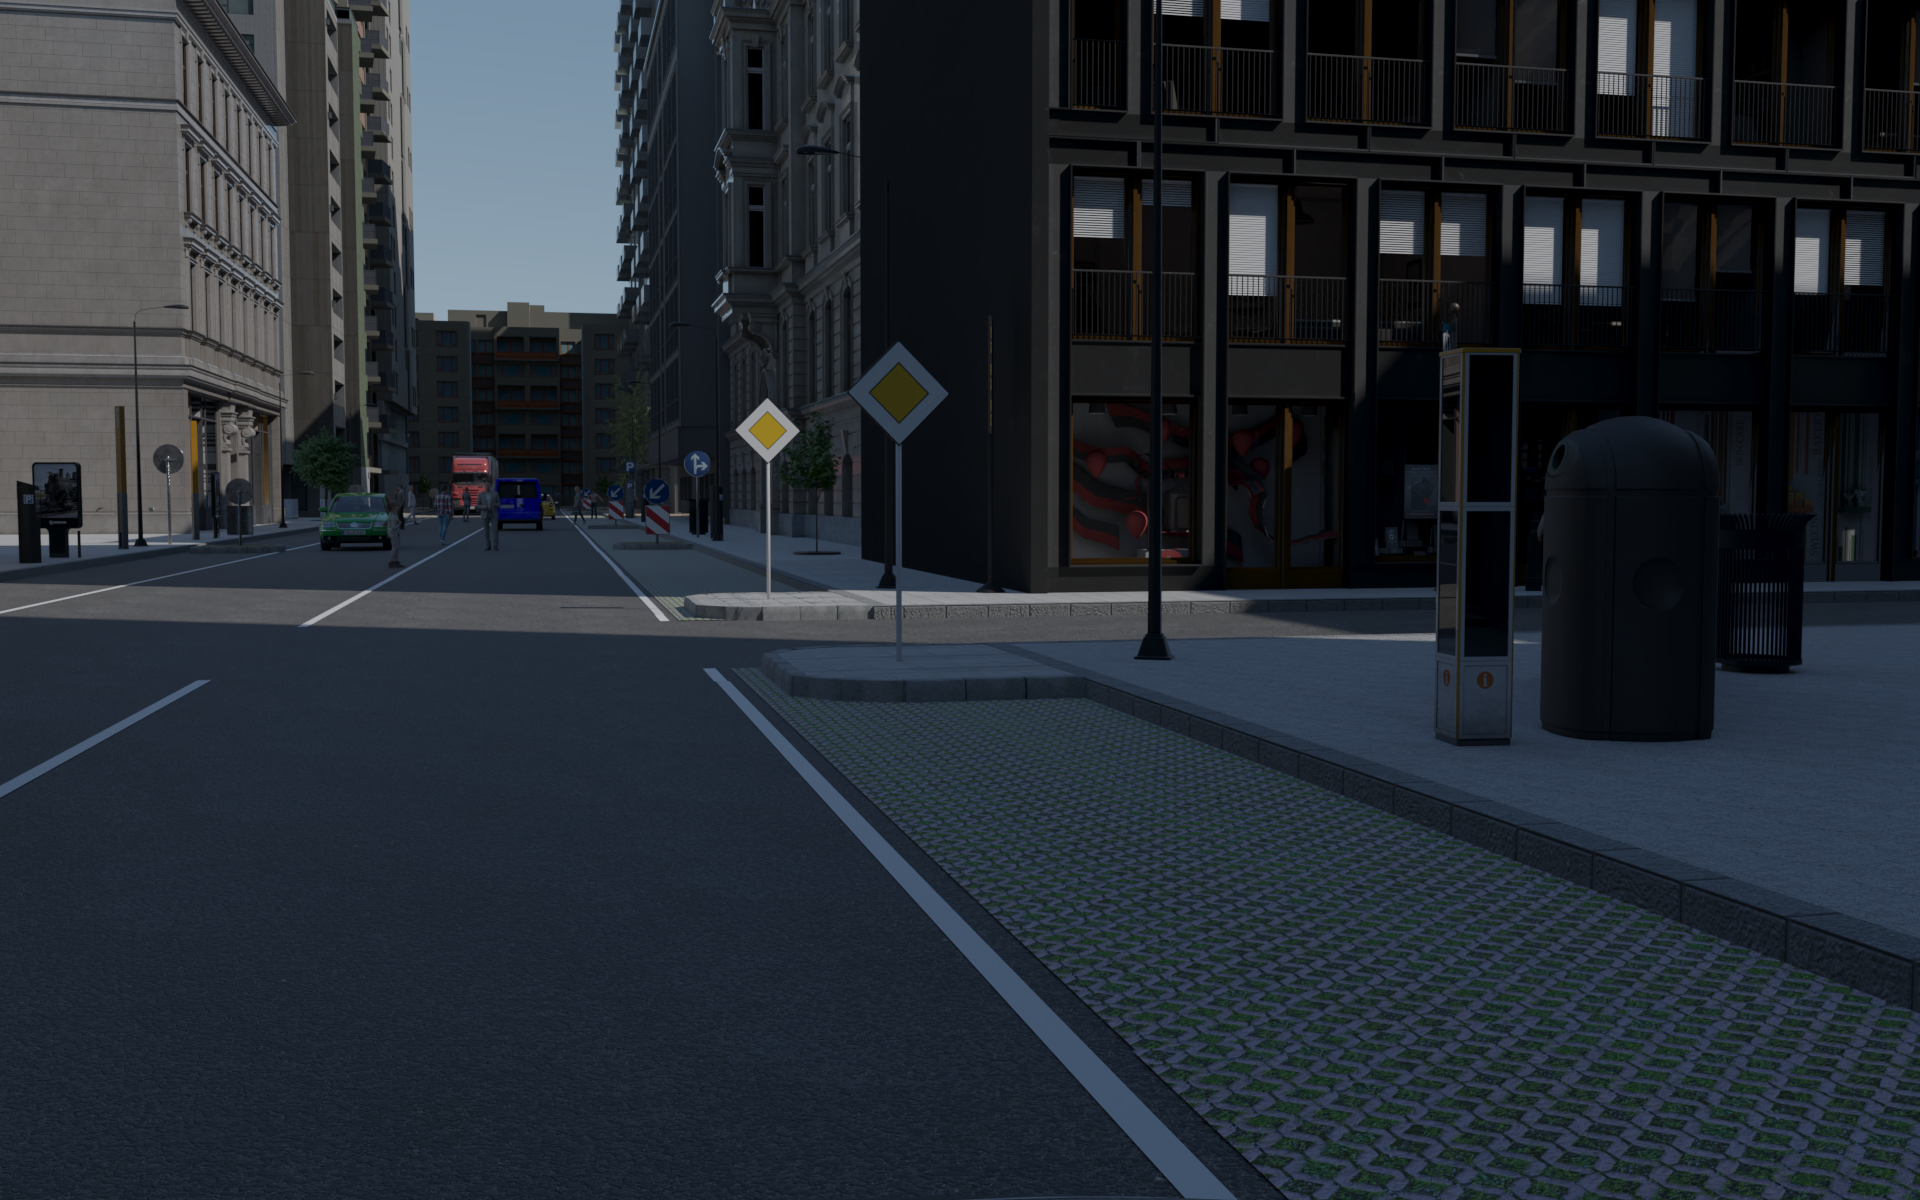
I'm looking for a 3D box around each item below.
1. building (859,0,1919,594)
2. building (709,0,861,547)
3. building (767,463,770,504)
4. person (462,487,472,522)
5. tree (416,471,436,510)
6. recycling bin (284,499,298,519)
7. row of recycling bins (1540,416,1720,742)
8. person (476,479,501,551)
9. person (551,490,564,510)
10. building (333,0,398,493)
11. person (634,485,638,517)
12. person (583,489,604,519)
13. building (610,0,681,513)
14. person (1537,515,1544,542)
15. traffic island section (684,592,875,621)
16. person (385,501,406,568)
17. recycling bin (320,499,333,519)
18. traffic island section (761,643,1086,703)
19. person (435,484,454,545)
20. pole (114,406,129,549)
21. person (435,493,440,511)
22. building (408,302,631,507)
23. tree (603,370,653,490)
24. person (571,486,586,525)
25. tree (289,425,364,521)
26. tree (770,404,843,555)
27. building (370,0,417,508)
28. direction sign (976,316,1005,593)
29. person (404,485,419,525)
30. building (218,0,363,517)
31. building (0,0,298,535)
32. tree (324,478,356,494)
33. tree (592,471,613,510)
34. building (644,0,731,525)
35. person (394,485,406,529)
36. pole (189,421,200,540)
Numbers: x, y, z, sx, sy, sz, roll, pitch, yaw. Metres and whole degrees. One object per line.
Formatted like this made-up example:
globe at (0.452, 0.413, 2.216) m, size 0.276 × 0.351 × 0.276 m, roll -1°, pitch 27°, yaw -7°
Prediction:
building at (7.169, -12.212, 29.345) m, size 15.834 × 23.373 × 12.332 m, roll -1°, pitch 4°, yaw -13°
building at (-0.629, -14.490, 55.998) m, size 14.460 × 24.649 × 34.723 m, roll -1°, pitch 4°, yaw -13°
building at (-21.821, -46.009, 190.504) m, size 20.611 × 71.187 × 20.563 m, roll -1°, pitch 4°, yaw -13°
person at (-25.229, -4.889, 88.704) m, size 0.520 × 1.790 × 0.573 m, roll 0°, pitch 4°, yaw 0°
tree at (-43.589, -8.925, 140.517) m, size 1.663 × 3.219 × 1.824 m, roll 0°, pitch 3°, yaw 0°
recycling bin at (-34.116, -4.615, 88.011) m, size 0.722 × 1.027 × 0.722 m, roll 0°, pitch 4°, yaw 1°
row of recycling bins at (4.062, -0.210, 10.548) m, size 1.069 × 1.692 × 3.534 m, roll 1°, pitch 4°, yaw 19°
person at (-11.945, -2.155, 43.934) m, size 0.606 × 1.804 × 0.583 m, roll -1°, pitch 4°, yaw -18°
person at (-37.335, -9.299, 160.617) m, size 1.350 × 1.814 × 0.705 m, roll 0°, pitch 4°, yaw 3°
building at (-50.333, -28.241, 116.369) m, size 22.147 × 44.769 × 28.867 m, roll -1°, pitch 4°, yaw -13°
person at (-18.562, -5.663, 98.637) m, size 0.705 × 1.823 × 1.348 m, roll -1°, pitch 4°, yaw -20°
person at (-20.912, -5.481, 98.821) m, size 1.217 × 1.736 × 0.721 m, roll 0°, pitch 4°, yaw 2°
building at (-19.202, -32.755, 155.152) m, size 23.786 × 49.044 × 30.456 m, roll -1°, pitch 4°, yaw -13°
person at (7.460, -0.760, 21.193) m, size 0.678 × 1.792 × 0.850 m, roll 0°, pitch 4°, yaw 6°
traffic island section at (-2.280, 0.075, 21.047) m, size 2.009 × 0.180 × 2.903 m, roll -1°, pitch 4°, yaw -13°
person at (-10.948, -1.272, 33.581) m, size 0.394 × 1.301 × 0.425 m, roll -3°, pitch 4°, yaw -36°
recycling bin at (-32.322, -4.660, 88.752) m, size 0.722 × 1.027 × 0.722 m, roll -3°, pitch 4°, yaw -38°
traffic island section at (-0.423, 0.551, 13.280) m, size 2.009 × 0.180 × 2.903 m, roll -1°, pitch 4°, yaw -13°
person at (-14.564, -2.415, 48.824) m, size 0.563 × 1.720 × 0.643 m, roll 2°, pitch 4°, yaw 25°
pole at (-19.471, -2.836, 40.219) m, size 0.158 × 3.312 × 0.155 m, roll 0°, pitch 3°, yaw 0°
person at (-37.395, -7.043, 124.101) m, size 0.683 × 1.767 × 0.568 m, roll -2°, pitch 4°, yaw -29°
building at (-46.848, -20.978, 188.028) m, size 28.899 × 21.520 × 27.650 m, roll -1°, pitch 4°, yaw -13°
tree at (-19.085, -9.257, 101.721) m, size 4.737 × 8.622 × 4.395 m, roll 0°, pitch 3°, yaw 0°
person at (-17.491, -4.324, 79.375) m, size 0.728 × 1.800 × 0.709 m, roll -1°, pitch 4°, yaw -15°
tree at (-30.281, -6.069, 82.937) m, size 4.285 × 4.588 × 4.351 m, roll 0°, pitch 3°, yaw 0°
tree at (-2.989, -2.588, 36.908) m, size 1.663 × 3.219 × 1.824 m, roll 0°, pitch 3°, yaw 0°
building at (-60.559, -34.045, 145.879) m, size 27.495 × 52.752 × 28.713 m, roll -1°, pitch 4°, yaw -13°
direction sign at (0.399, -1.865, 22.493) m, size 0.379 × 3.537 × 0.876 m, roll 0°, pitch 4°, yaw 3°
person at (-25.642, -4.431, 80.833) m, size 0.818 × 1.842 × 0.514 m, roll -2°, pitch 4°, yaw -35°
building at (-41.239, -19.866, 96.509) m, size 14.160 × 30.474 × 14.107 m, roll -1°, pitch 4°, yaw -13°
building at (-29.459, -12.512, 55.477) m, size 10.553 × 20.767 × 40.483 m, roll -1°, pitch 4°, yaw -13°
tree at (-32.438, -5.886, 90.838) m, size 1.663 × 3.219 × 1.824 m, roll 0°, pitch 3°, yaw 0°
tree at (-29.083, -9.010, 141.912) m, size 1.663 × 3.219 × 1.824 m, roll 0°, pitch 3°, yaw 0°
building at (-7.450, -17.793, 84.415) m, size 14.314 × 27.812 × 24.014 m, roll -1°, pitch 4°, yaw -13°
person at (-22.699, -3.763, 70.212) m, size 0.473 × 1.802 × 0.592 m, roll -1°, pitch 4°, yaw -12°
pole at (-21.380, -3.335, 48.371) m, size 0.158 × 3.312 × 0.155 m, roll 0°, pitch 3°, yaw 0°
